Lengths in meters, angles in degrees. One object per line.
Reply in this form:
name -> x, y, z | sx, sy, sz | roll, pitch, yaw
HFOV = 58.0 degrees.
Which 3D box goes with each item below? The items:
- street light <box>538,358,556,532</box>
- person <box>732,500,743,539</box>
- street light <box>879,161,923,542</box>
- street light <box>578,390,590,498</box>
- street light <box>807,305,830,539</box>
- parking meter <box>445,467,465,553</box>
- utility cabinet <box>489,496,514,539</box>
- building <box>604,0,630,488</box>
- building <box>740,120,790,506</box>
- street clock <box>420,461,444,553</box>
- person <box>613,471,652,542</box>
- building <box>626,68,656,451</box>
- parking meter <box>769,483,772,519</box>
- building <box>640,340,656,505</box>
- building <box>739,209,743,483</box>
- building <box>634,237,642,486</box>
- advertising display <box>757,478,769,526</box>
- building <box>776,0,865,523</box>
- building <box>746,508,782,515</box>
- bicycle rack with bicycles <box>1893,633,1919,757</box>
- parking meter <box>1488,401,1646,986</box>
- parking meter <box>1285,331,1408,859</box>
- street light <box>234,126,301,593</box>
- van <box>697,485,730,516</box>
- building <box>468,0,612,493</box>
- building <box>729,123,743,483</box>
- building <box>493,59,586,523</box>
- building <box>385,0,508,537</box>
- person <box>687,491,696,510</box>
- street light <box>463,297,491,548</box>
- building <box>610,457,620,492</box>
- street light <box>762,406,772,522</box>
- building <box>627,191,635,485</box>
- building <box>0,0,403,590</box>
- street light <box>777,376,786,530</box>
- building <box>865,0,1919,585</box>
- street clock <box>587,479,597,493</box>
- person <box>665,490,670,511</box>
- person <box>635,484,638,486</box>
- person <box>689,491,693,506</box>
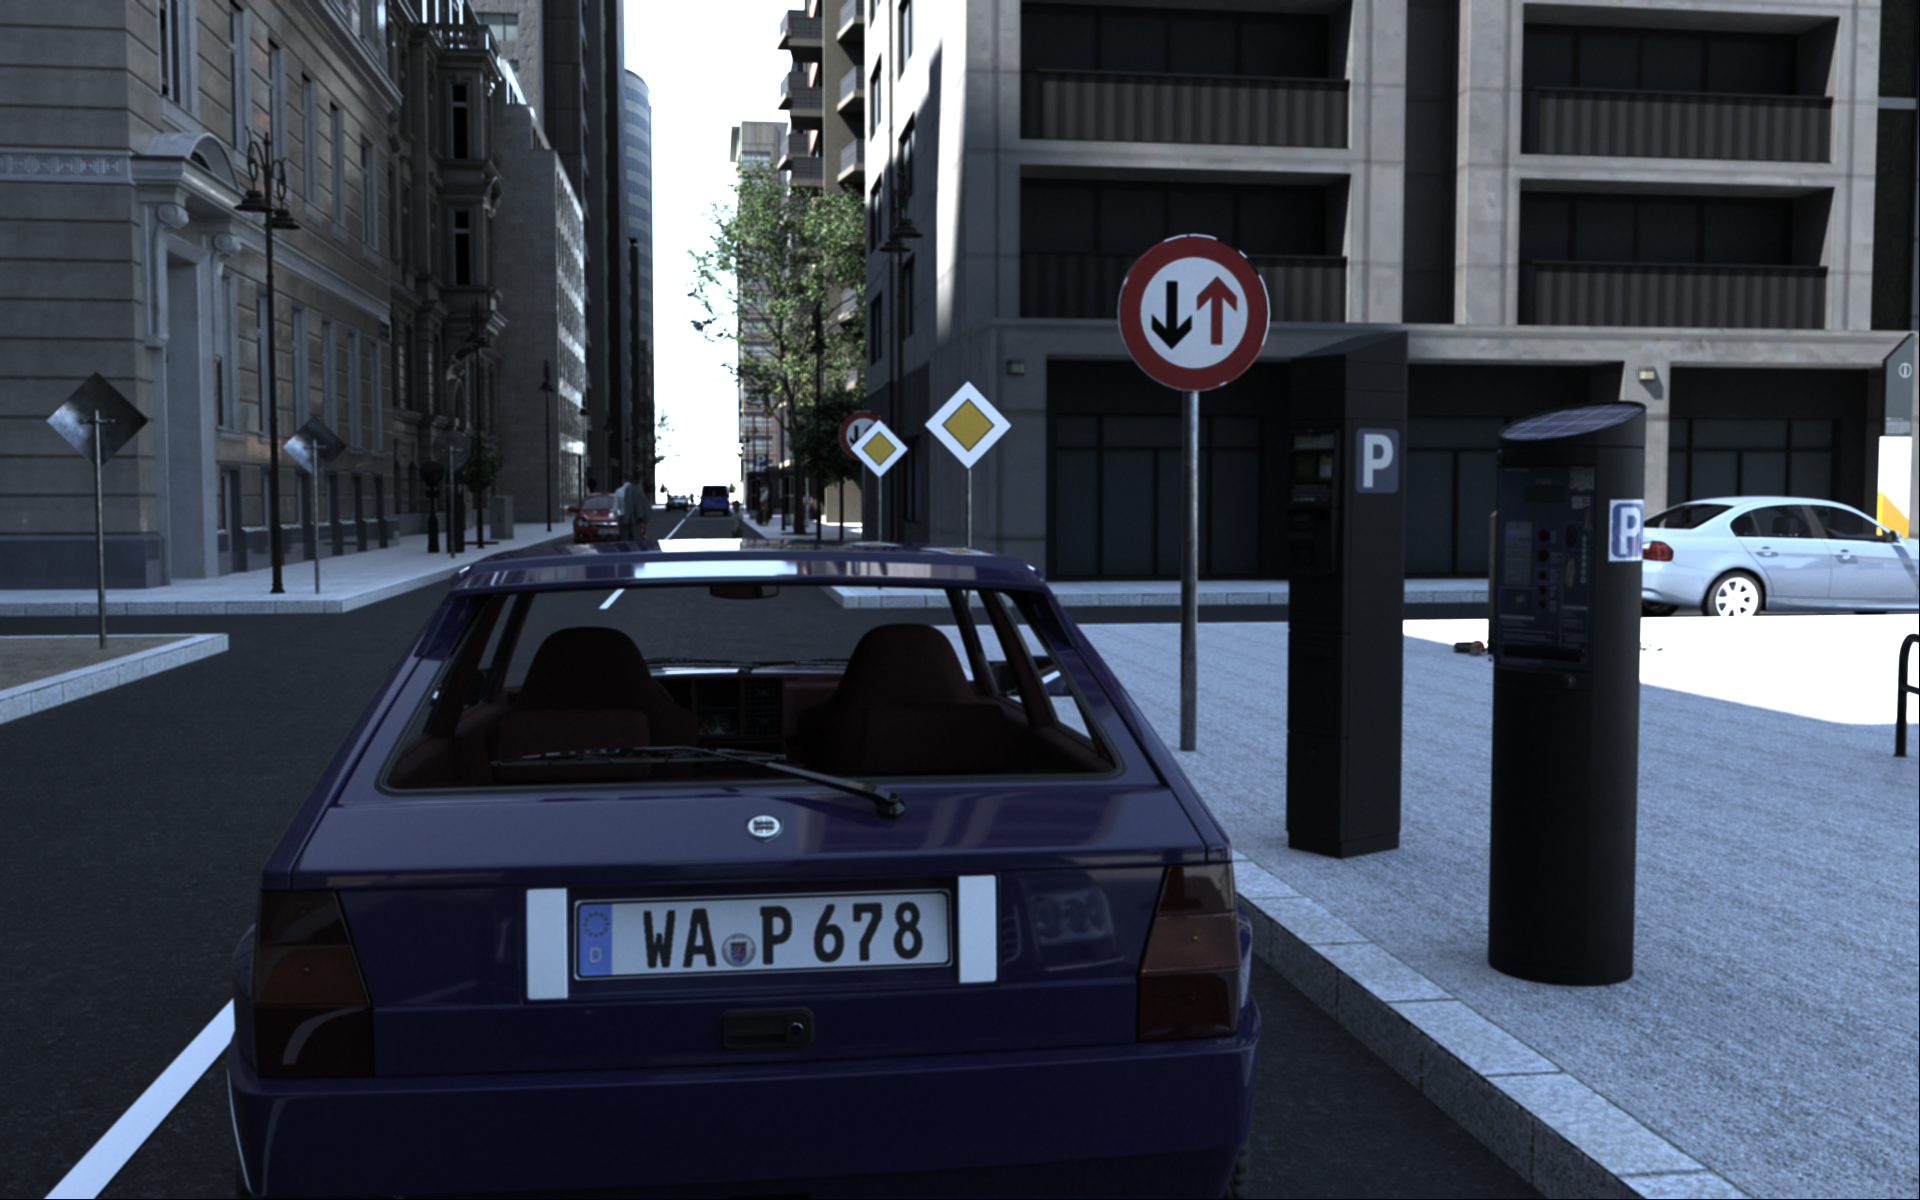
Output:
street light -> -14.053, -5.277, 59.068 | 0.468, 5.910, 1.993 | -1, 4, -8
person -> -4.809, -1.516, 37.540 | 0.306, 1.304, 0.590 | 2, 4, 24
street light -> -0.840, -3.162, 24.484 | 0.468, 5.910, 1.993 | -1, 4, -8
street light -> -16.718, -6.380, 77.105 | 0.468, 5.910, 1.993 | -1, 4, -8
street light -> -3.478, -4.265, 42.525 | 0.468, 5.910, 1.993 | -1, 4, -8
parking meter -> -11.035, -1.964, 37.830 | 0.255, 1.863, 0.399 | 1, 4, 12
utility cabinet -> -13.076, -2.337, 49.376 | 0.306, 1.237, 1.020 | -3, 4, -38
building -> -33.456, -29.721, 136.046 | 14.600, 45.320, 14.200 | -1, 4, -8
building -> -17.369, -31.183, 193.441 | 14.154, 41.232, 14.086 | -1, 4, -8
street clock -> -11.527, -2.036, 37.867 | 0.471, 2.002, 0.358 | 0, 4, 3
person -> -5.776, -1.340, 30.513 | 0.679, 1.850, 0.850 | -1, 4, -16
building -> -52.567, -42.388, 235.040 | 21.231, 58.520, 28.212 | -1, 4, -8
parking meter -> -9.855, -5.088, 88.899 | 0.399, 1.863, 0.255 | 0, 4, 0
building -> -50.836, -22.136, 206.962 | 27.650, 21.520, 28.899 | -1, 4, -8
building -> -16.116, -34.285, 215.177 | 22.147, 44.769, 28.867 | -1, 4, -8
building -> -41.749, -25.359, 186.320 | 14.160, 30.474, 14.107 | -1, 4, -8
advertising display -> -8.050, -4.007, 70.727 | 0.123, 1.923, 0.974 | 1, 4, 16
building -> 2.470, -26.247, 83.769 | 22.147, 44.769, 28.867 | -1, 4, -8
building -> -0.776, -27.267, 137.697 | 32.217, 40.220, 23.993 | -1, 4, -8
bicycle rack with bicycles -> 5.474, 0.356, 7.562 | 2.852, 0.926, 2.925 | 1, 4, 11
parking meter -> 1.625, 0.230, 4.648 | 0.372, 1.533, 0.369 | 0, 3, 0
parking meter -> 1.381, -0.031, 6.213 | 0.399, 1.863, 0.255 | -3, 4, -36
street light -> -8.852, -3.027, 22.287 | 0.468, 5.910, 1.993 | -1, 4, -8
van -> -16.565, -6.861, 116.557 | 2.240, 2.365, 5.245 | -1, 4, -9
building -> -28.281, -25.581, 101.849 | 14.154, 41.232, 14.086 | -1, 4, -8
building -> -17.685, -40.013, 243.451 | 28.713, 52.752, 27.495 | -1, 4, -8
building -> -24.203, -14.042, 84.331 | 10.420, 20.320, 16.860 | -1, 4, -8
building -> -22.961, -14.635, 58.364 | 14.460, 24.649, 34.723 | -1, 4, -8
person -> -23.453, -8.703, 151.739 | 0.756, 1.711, 0.436 | 1, 4, 16
street light -> -11.362, -4.165, 40.884 | 0.468, 5.910, 1.993 | -1, 4, -8
building -> -34.181, -41.550, 117.595 | 20.563, 71.187, 20.611 | -1, 4, -8
street light -> -8.806, -6.510, 79.223 | 0.468, 5.910, 1.993 | -1, 4, -8
building -> -36.151, -23.187, 150.801 | 14.160, 30.474, 14.107 | -1, 4, -8
building -> -18.540, -15.004, 31.225 | 13.634, 28.700, 20.117 | -1, 4, -8
street light -> -6.254, -5.406, 61.170 | 0.468, 5.910, 1.993 | -1, 4, -8
building -> 9.138, -36.409, 33.543 | 20.611, 71.187, 20.563 | -1, 4, -8
street clock -> -17.408, -4.730, 81.904 | 0.471, 2.002, 0.358 | 3, 4, 37
person -> -24.531, -8.382, 146.068 | 0.721, 1.766, 1.217 | 2, 4, 27
person -> -11.575, -3.230, 61.666 | 0.721, 1.781, 0.623 | -1, 4, -20
person -> -33.222, -12.556, 213.884 | 0.705, 1.812, 1.348 | -3, 5, -40
